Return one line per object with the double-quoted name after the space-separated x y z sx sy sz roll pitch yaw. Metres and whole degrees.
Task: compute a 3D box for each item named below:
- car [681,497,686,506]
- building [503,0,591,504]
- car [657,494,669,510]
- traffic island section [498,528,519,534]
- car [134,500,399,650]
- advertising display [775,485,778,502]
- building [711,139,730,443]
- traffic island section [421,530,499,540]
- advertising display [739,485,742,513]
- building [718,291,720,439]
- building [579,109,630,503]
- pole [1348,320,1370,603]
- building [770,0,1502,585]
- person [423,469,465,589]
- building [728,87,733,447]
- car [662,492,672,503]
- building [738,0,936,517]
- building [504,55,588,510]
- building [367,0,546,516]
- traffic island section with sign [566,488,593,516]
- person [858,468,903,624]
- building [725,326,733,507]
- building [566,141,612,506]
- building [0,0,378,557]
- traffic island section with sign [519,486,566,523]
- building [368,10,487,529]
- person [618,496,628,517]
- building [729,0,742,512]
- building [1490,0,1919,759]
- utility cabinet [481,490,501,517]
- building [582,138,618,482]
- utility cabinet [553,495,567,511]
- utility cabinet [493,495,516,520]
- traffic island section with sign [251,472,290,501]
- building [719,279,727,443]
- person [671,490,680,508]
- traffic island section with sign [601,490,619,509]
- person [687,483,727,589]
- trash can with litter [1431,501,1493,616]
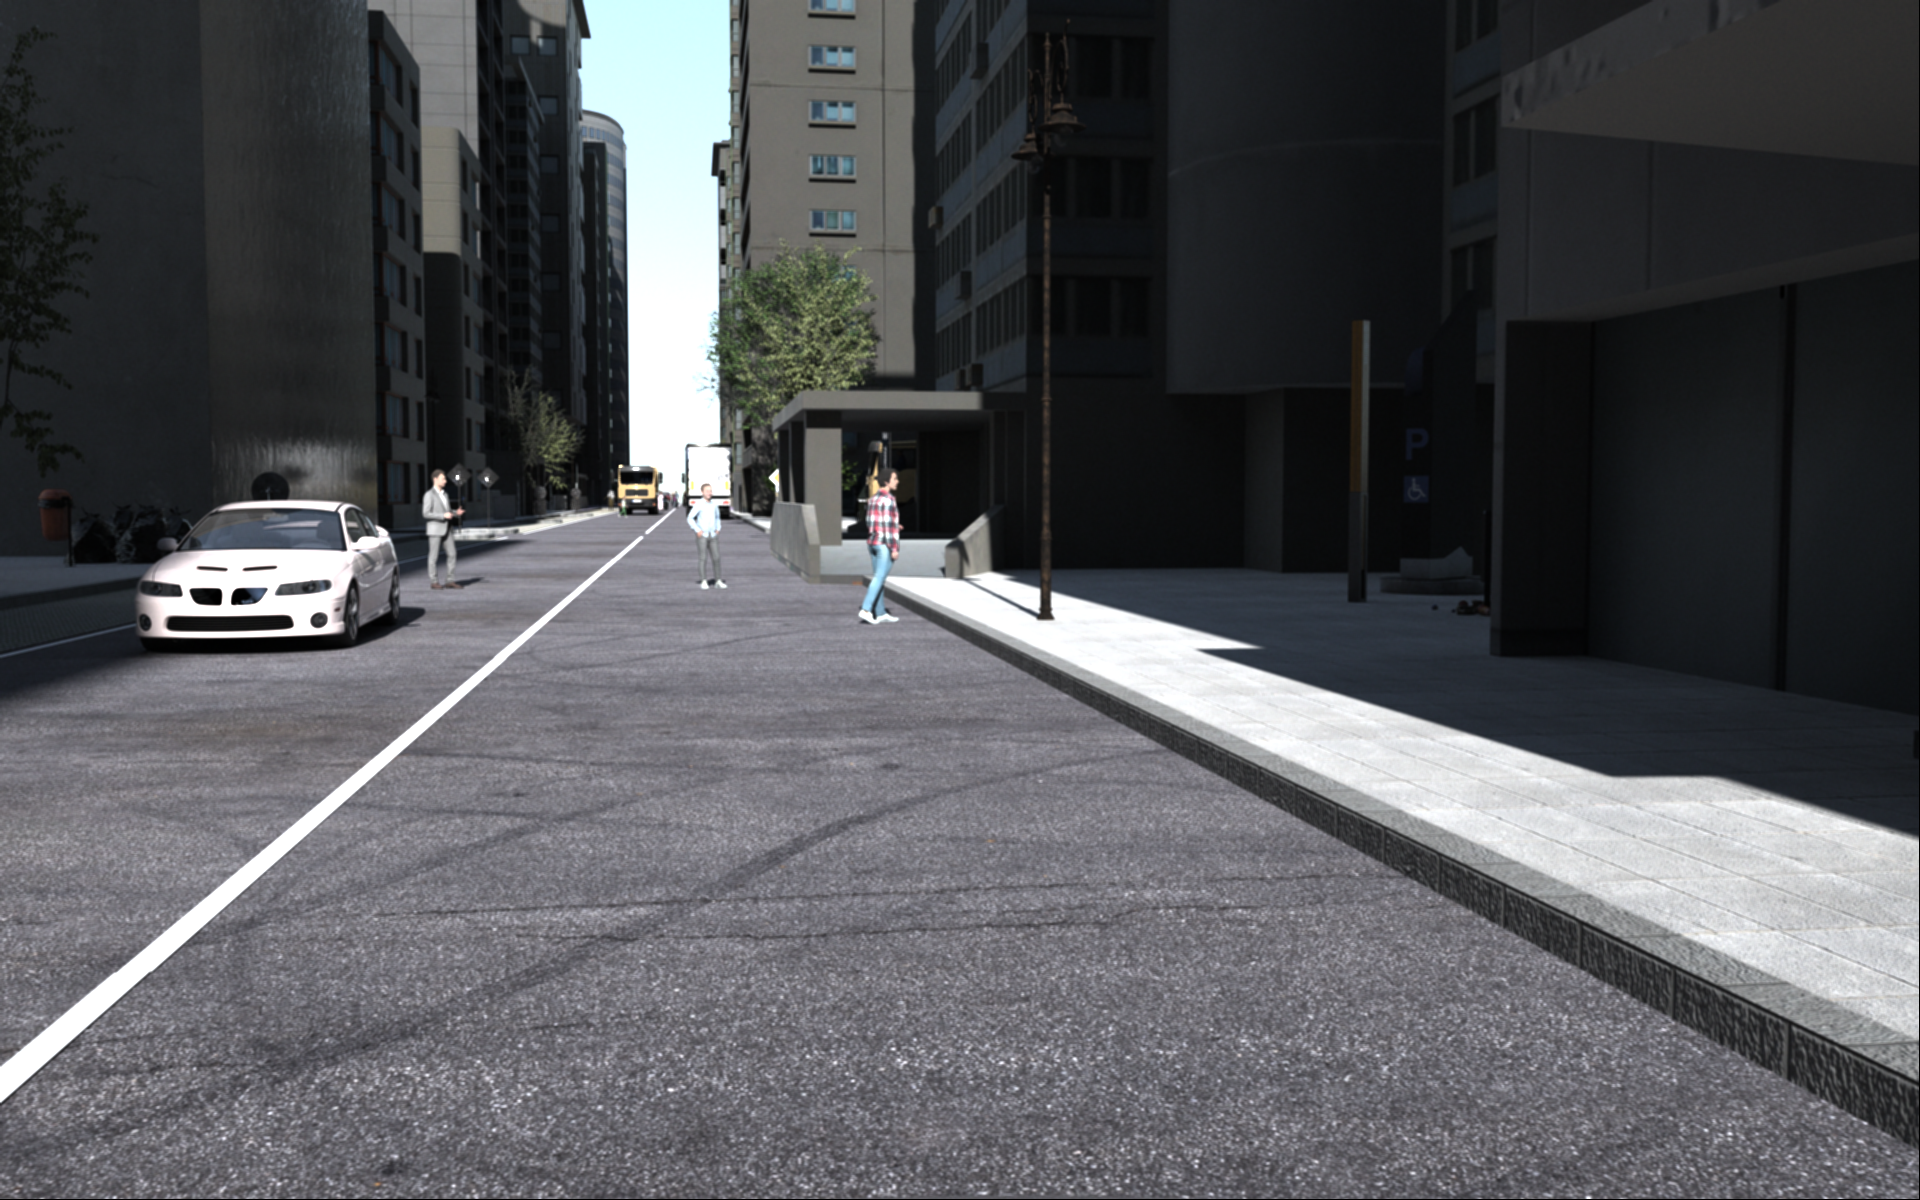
-32.020 -11.959 205.309 2.009 1.686 4.222 -1 4 -8 "car"
-51.684 -35.655 172.198 28.713 52.752 27.495 -1 4 -9 "building"
-27.321 -8.985 156.695 2.009 1.686 4.222 -1 4 -9 "car"
-17.258 -2.513 63.367 2.009 0.180 2.903 -1 4 -9 "traffic island section"
-6.850 -0.315 17.506 2.083 1.381 4.827 -1 4 -10 "car"
-7.817 -4.434 77.715 0.974 1.923 0.123 -1 4 -8 "advertising display"
-21.693 -40.675 254.275 28.713 52.752 27.495 -1 4 -9 "building"
-16.038 -2.030 55.476 2.009 0.180 2.903 -1 4 -9 "traffic island section"
-14.933 -6.882 117.741 0.123 1.923 0.974 0 4 -5 "advertising display"
-28.058 -40.554 282.671 23.786 49.044 30.456 -1 4 -9 "building"
-61.319 -44.027 261.839 21.231 58.520 28.212 -1 4 -9 "building"
4.711 -1.627 20.438 0.158 3.312 0.155 0 3 0 "pole"
12.467 -21.021 35.580 32.217 40.220 23.993 -1 4 -9 "building"
-7.774 -1.065 26.119 0.583 1.804 0.606 1 4 14 "person"
-9.864 -30.846 158.959 22.147 44.769 28.867 -1 4 -9 "building"
-49.577 -17.267 290.993 2.281 1.827 5.304 -1 4 -10 "car"
-2.710 -29.600 107.663 21.300 48.544 21.600 -1 4 -9 "building"
-48.497 -27.787 146.194 32.217 40.220 23.993 -1 4 -9 "building"
-36.700 -40.838 105.949 20.563 71.187 20.611 -1 4 -9 "building"
-24.828 -6.336 112.220 1.989 1.847 2.006 -1 4 -9 "traffic island section with sign"
-0.893 -0.610 19.307 0.643 1.720 0.563 -2 4 -24 "person"
-11.367 -21.013 188.608 27.650 21.520 28.899 -1 4 -9 "building"
-46.840 -31.257 194.639 14.154 41.232 14.086 -1 4 -9 "building"
-33.815 -14.535 42.156 34.151 26.468 19.350 -1 4 -9 "building"
-20.680 -4.698 85.436 1.989 1.847 2.006 -1 4 -9 "traffic island section with sign"
-36.456 -14.030 74.422 27.650 21.520 28.899 -1 4 -9 "building"
-20.715 -5.734 106.491 0.590 1.304 0.306 0 4 1 "person"
-10.505 -27.473 132.786 14.154 41.232 14.086 -1 4 -9 "building"
17.040 -25.234 1.822 28.713 52.752 27.495 -1 4 -9 "building"
-25.393 -5.198 93.660 0.318 1.500 1.173 3 4 38 "utility cabinet"
-58.568 -37.477 232.363 23.786 49.044 30.456 -1 4 -9 "building"
-30.798 -7.473 133.340 1.020 1.237 0.306 -3 5 -43 "utility cabinet"
-22.765 -4.608 86.503 1.020 1.237 0.306 -1 4 -16 "utility cabinet"
-12.198 -1.337 30.487 1.989 1.847 2.006 -1 4 -9 "traffic island section with sign"
-25.242 -28.227 233.211 14.160 30.474 14.107 -1 4 -9 "building"
-29.621 -10.532 180.682 1.348 1.826 0.705 3 5 41 "person"
-32.506 -9.374 161.886 1.989 1.847 2.006 -1 4 -9 "traffic island section with sign"
-3.824 -0.971 26.189 0.589 1.601 0.330 -2 4 -31 "person"
6.013 -0.478 18.866 1.678 1.210 2.233 2 4 30 "trash can with litter"
